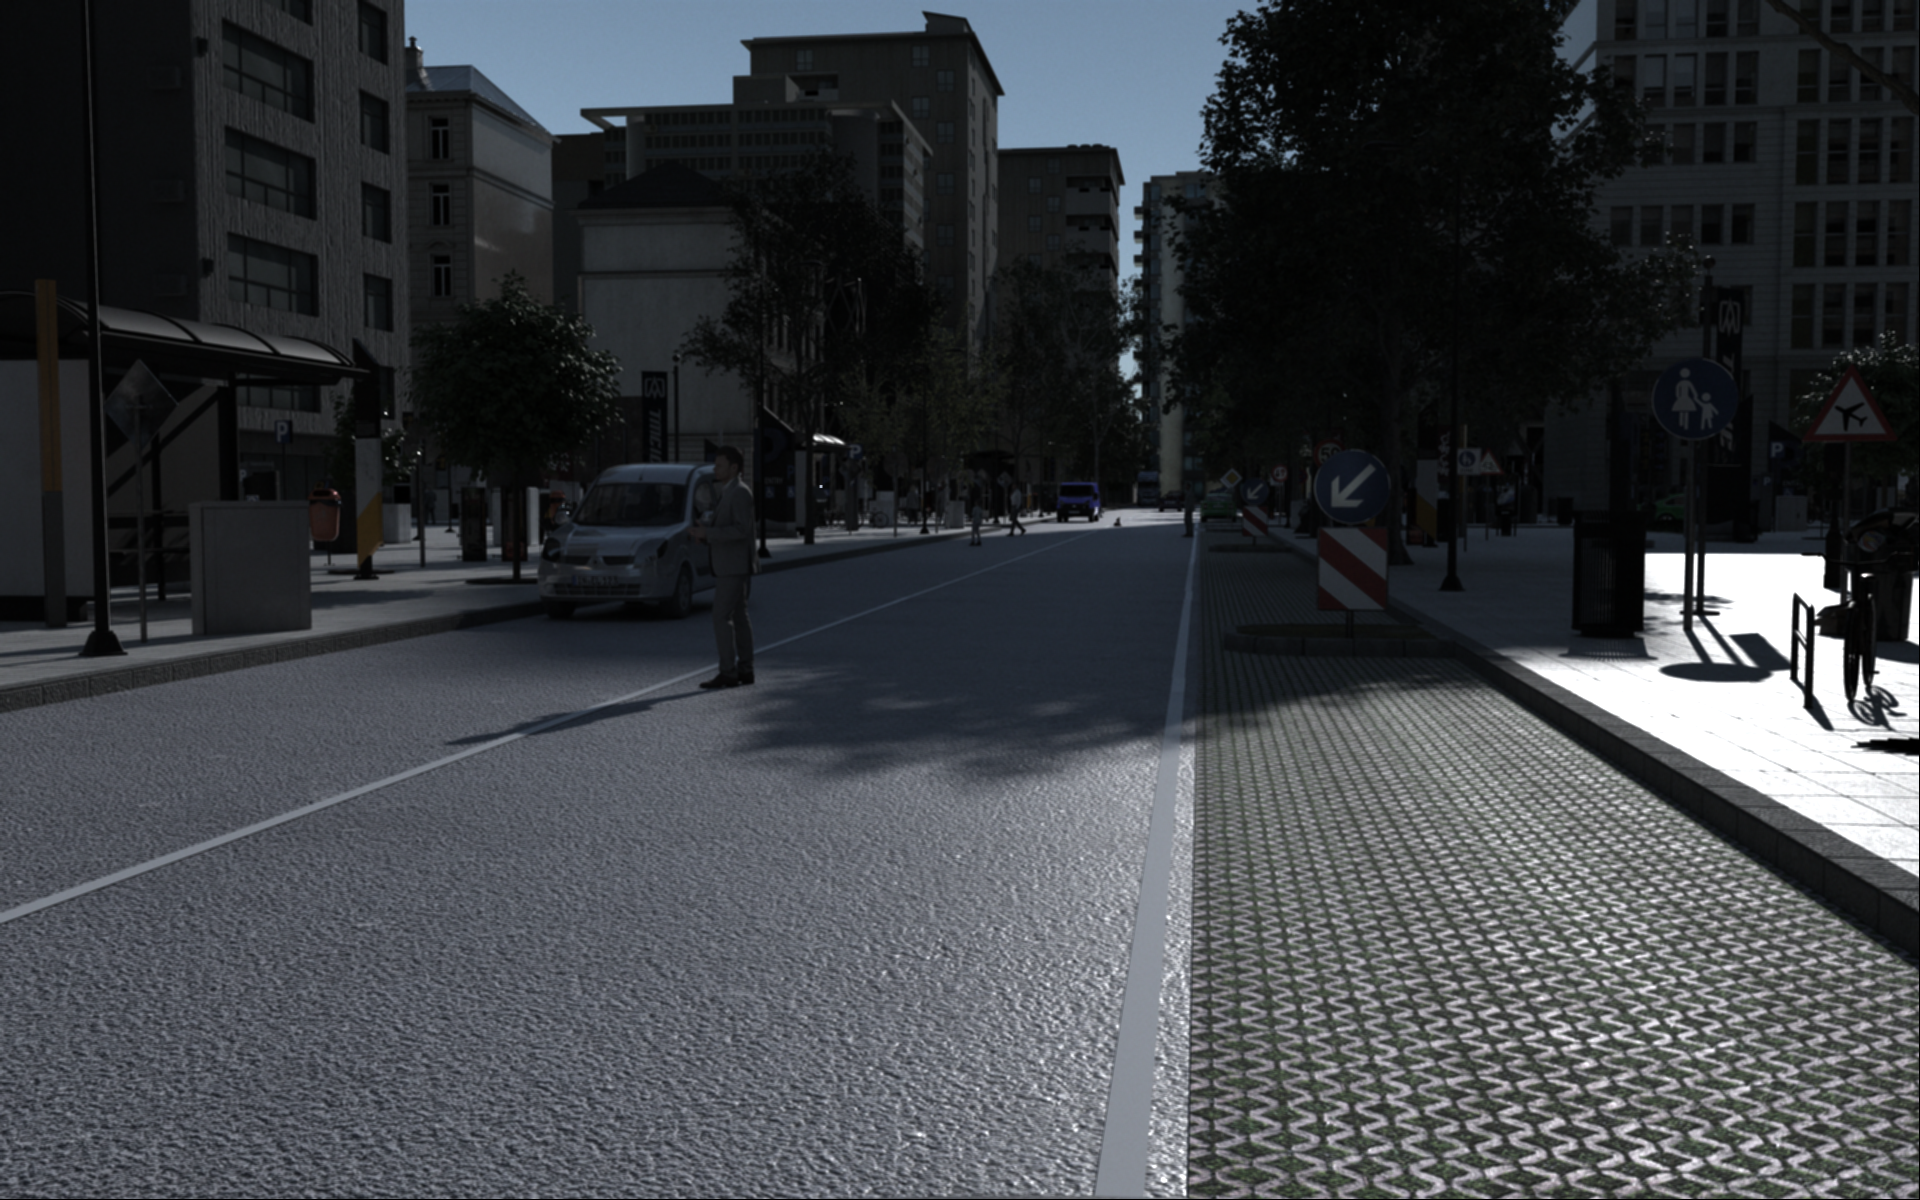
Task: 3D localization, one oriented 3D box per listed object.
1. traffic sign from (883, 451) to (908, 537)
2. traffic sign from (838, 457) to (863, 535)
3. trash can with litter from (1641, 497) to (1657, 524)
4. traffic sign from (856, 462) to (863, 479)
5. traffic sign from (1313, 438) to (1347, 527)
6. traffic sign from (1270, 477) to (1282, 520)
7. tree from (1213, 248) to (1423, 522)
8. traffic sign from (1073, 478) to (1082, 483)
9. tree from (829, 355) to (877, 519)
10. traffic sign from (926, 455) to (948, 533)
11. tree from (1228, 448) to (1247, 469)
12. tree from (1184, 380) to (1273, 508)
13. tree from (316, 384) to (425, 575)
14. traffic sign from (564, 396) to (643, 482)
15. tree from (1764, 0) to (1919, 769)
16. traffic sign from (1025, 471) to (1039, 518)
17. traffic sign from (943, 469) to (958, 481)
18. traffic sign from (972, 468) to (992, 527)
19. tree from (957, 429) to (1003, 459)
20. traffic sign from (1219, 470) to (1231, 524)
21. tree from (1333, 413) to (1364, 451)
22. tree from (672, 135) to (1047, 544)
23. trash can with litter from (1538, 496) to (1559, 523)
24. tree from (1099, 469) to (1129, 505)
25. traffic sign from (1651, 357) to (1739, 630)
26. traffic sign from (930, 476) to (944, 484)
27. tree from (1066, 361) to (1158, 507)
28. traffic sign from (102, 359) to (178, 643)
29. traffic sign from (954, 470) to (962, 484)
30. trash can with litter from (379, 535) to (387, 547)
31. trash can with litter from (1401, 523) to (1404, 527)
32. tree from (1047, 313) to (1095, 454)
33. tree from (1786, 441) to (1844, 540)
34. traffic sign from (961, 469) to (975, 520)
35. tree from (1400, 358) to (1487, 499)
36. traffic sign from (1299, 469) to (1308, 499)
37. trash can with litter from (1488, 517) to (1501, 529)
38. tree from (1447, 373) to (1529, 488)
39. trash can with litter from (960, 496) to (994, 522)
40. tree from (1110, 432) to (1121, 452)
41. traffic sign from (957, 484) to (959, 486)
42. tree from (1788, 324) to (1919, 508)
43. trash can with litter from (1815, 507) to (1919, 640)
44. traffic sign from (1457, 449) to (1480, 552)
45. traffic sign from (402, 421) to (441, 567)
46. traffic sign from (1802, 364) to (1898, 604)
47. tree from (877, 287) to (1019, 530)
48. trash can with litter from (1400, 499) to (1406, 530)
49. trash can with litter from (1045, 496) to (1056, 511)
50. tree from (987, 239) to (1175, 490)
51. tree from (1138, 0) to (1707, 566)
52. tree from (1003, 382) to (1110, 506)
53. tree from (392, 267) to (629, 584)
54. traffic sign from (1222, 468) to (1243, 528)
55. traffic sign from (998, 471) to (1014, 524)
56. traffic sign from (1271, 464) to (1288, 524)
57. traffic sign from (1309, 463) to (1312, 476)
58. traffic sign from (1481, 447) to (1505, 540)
[{"bbox_3d":[-1.920,-3.136,51.373,0.768,2.556,0.104,1,4,15],"label":"traffic sign"},{"bbox_3d":[-3.418,-3.224,53.894,0.795,2.450,0.064,1,4,11],"label":"traffic sign"},{"bbox_3d":[25.280,-3.151,62.898,1.055,1.170,0.624,2,4,23],"label":"trash can with litter"},{"bbox_3d":[-4.119,-4.079,66.805,0.768,2.556,0.104,1,4,16],"label":"traffic sign"},{"bbox_3d":[8.416,-2.405,39.427,0.768,2.556,0.104,1,4,9],"label":"traffic sign"},{"bbox_3d":[15.691,-5.127,85.948,0.606,2.300,0.079,1,4,16],"label":"traffic sign"},{"bbox_3d":[12.262,-8.609,58.880,7.486,12.596,7.792,0,3,0],"label":"tree"},{"bbox_3d":[9.407,-8.487,138.875,0.768,2.556,0.104,1,4,10],"label":"traffic sign"},{"bbox_3d":[-4.698,-8.575,90.570,4.360,8.622,3.978,0,3,0],"label":"tree"},{"bbox_3d":[-0.762,-3.449,56.502,0.768,2.556,0.104,1,4,17],"label":"traffic sign"},{"bbox_3d":[27.138,-13.410,169.622,4.737,8.622,4.395,0,3,0],"label":"tree"},{"bbox_3d":[25.477,-15.475,159.666,9.857,13.997,8.962,0,3,0],"label":"tree"},{"bbox_3d":[-9.740,-2.033,27.837,1.663,3.219,1.824,0,3,0],"label":"tree"},{"bbox_3d":[-7.293,-2.589,36.199,2.265,3.308,0.079,1,4,17],"label":"traffic sign"},{"bbox_3d":[4.946,-5.044,8.220,9.928,11.665,9.643,0,3,0],"label":"tree"},{"bbox_3d":[3.910,-5.767,94.393,0.768,2.556,0.104,1,4,9],"label":"traffic sign"},{"bbox_3d":[-0.497,-5.453,89.269,0.768,2.556,0.104,1,4,12],"label":"traffic sign"},{"bbox_3d":[0.835,-3.865,66.831,0.795,2.450,0.064,0,4,8],"label":"traffic sign"},{"bbox_3d":[1.309,-11.707,141.764,4.737,8.622,4.395,0,3,0],"label":"tree"},{"bbox_3d":[11.384,-4.267,73.414,0.795,2.450,0.064,0,4,8],"label":"traffic sign"},{"bbox_3d":[30.471,-11.623,140.395,4.737,8.622,4.395,0,3,0],"label":"tree"},{"bbox_3d":[-3.631,-6.719,44.265,8.767,10.594,7.601,3,4,37],"label":"tree"},{"bbox_3d":[26.027,-4.040,77.111,2.233,1.210,1.678,-1,4,-8],"label":"trash can with litter"},{"bbox_3d":[17.500,-13.091,197.756,4.285,4.588,4.351,0,3,0],"label":"tree"},{"bbox_3d":[6.871,-0.989,16.272,0.768,2.556,0.104,1,4,10],"label":"traffic sign"},{"bbox_3d":[-1.200,-5.482,89.736,0.768,2.556,0.104,1,4,16],"label":"traffic sign"},{"bbox_3d":[13.839,-15.844,165.702,9.857,13.997,8.962,0,3,0],"label":"tree"},{"bbox_3d":[-7.038,-0.837,14.870,0.795,2.450,0.064,1,4,17],"label":"traffic sign"},{"bbox_3d":[-0.219,-5.645,92.402,0.768,2.556,0.104,1,4,10],"label":"traffic sign"},{"bbox_3d":[-14.370,-1.862,41.830,0.624,1.170,1.055,1,4,14],"label":"trash can with litter"},{"bbox_3d":[15.986,-3.246,64.462,1.055,1.170,0.624,1,4,21],"label":"trash can with litter"},{"bbox_3d":[2.793,-9.015,81.802,7.601,10.594,8.767,1,4,17],"label":"tree"},{"bbox_3d":[24.255,-3.325,48.967,1.663,3.219,1.824,0,3,0],"label":"tree"},{"bbox_3d":[0.398,-5.329,87.228,0.768,2.556,0.104,1,4,14],"label":"traffic sign"},{"bbox_3d":[25.068,-8.527,89.773,4.737,8.622,4.395,0,3,0],"label":"tree"},{"bbox_3d":[17.228,-5.358,87.707,0.768,2.556,0.104,1,4,10],"label":"traffic sign"},{"bbox_3d":[19.830,-3.207,63.816,0.624,1.170,1.055,-1,4,-16],"label":"trash can with litter"},{"bbox_3d":[25.136,-8.002,81.202,4.360,8.622,3.978,0,3,0],"label":"tree"},{"bbox_3d":[0.664,-4.159,79.057,2.233,1.210,1.678,-1,4,-22],"label":"trash can with litter"},{"bbox_3d":[15.554,-14.380,185.472,4.737,8.622,4.395,0,3,0],"label":"tree"},{"bbox_3d":[-0.245,-5.784,95.759,0.795,2.450,0.064,1,4,11],"label":"traffic sign"},{"bbox_3d":[17.994,-3.060,33.744,4.285,4.588,4.351,0,3,0],"label":"tree"},{"bbox_3d":[8.015,-0.248,15.442,0.624,1.170,1.055,0,4,-8],"label":"trash can with litter"},{"bbox_3d":[11.249,-2.225,38.503,0.606,2.300,0.079,1,4,10],"label":"traffic sign"},{"bbox_3d":[-9.413,-1.845,30.268,0.768,2.556,0.104,1,4,13],"label":"traffic sign"},{"bbox_3d":[8.950,-1.069,17.476,0.884,2.594,0.081,1,4,12],"label":"traffic sign"},{"bbox_3d":[-0.222,-6.850,62.355,4.360,8.622,3.978,0,3,0],"label":"tree"},{"bbox_3d":[15.149,-3.075,61.342,2.233,1.210,1.678,-3,5,-42],"label":"trash can with litter"},{"bbox_3d":[6.441,-6.776,122.179,0.624,1.170,1.055,-2,4,-29],"label":"trash can with litter"},{"bbox_3d":[8.691,-16.560,126.649,12.611,20.169,13.585,0,3,0],"label":"tree"},{"bbox_3d":[7.900,-6.989,31.279,9.611,12.733,9.660,0,3,0],"label":"tree"},{"bbox_3d":[6.167,-9.792,110.461,4.737,8.622,4.395,0,3,0],"label":"tree"},{"bbox_3d":[-6.552,-2.533,25.125,4.285,4.588,4.351,0,3,0],"label":"tree"},{"bbox_3d":[10.287,-3.784,65.504,0.795,2.450,0.064,0,4,8],"label":"traffic sign"},{"bbox_3d":[1.933,-4.349,74.740,0.795,2.450,0.064,0,4,8],"label":"traffic sign"},{"bbox_3d":[13.530,-4.471,73.214,0.768,2.556,0.104,1,4,15],"label":"traffic sign"},{"bbox_3d":[13.334,-3.927,64.308,0.768,2.556,0.104,1,4,14],"label":"traffic sign"},{"bbox_3d":[14.620,-2.935,47.988,0.884,2.594,0.081,1,4,15],"label":"traffic sign"}]
